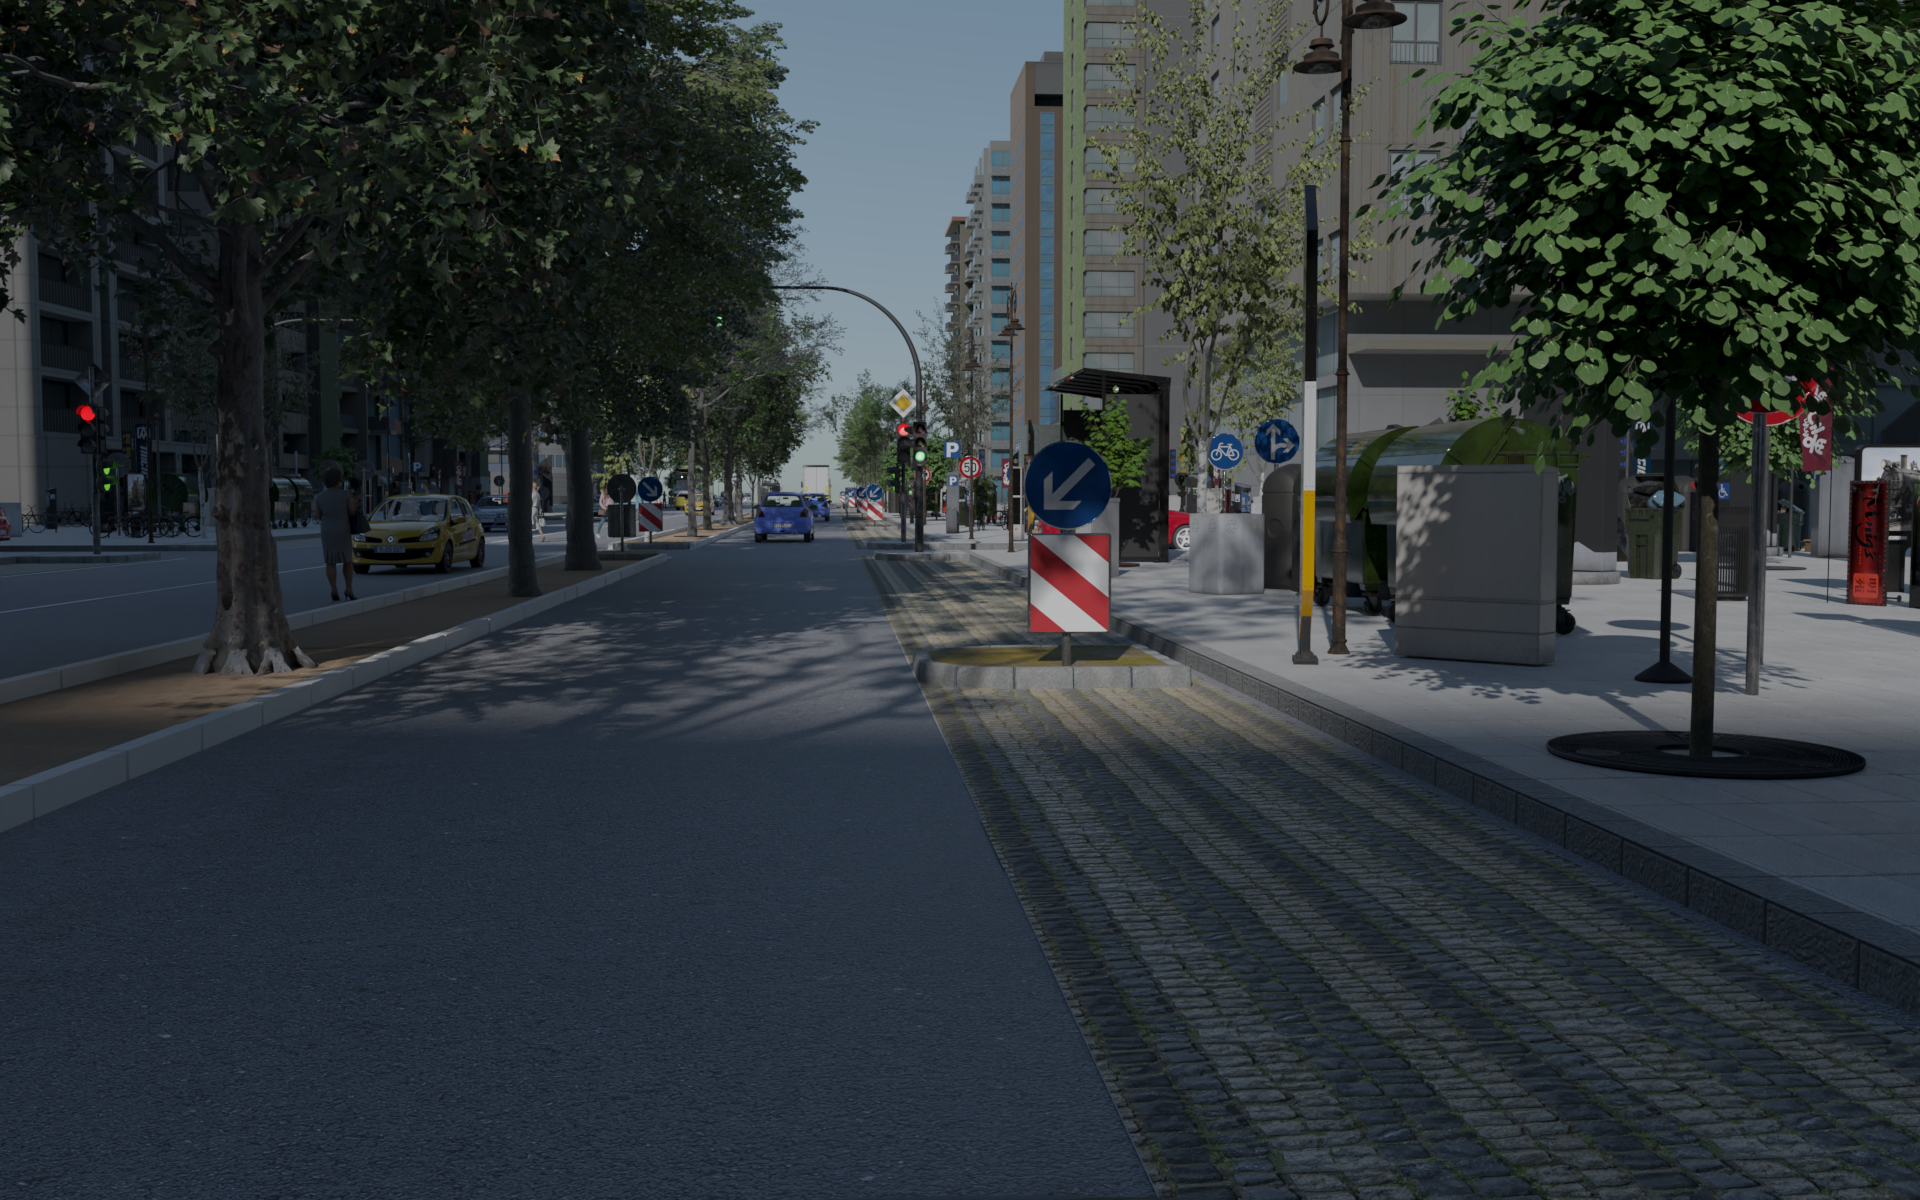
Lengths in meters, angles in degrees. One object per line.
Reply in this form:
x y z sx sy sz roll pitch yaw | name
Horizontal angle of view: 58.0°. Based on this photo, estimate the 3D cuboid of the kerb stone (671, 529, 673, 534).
-10.231 -2.352 60.653 0.120 0.150 1.000 0 4 -4 | kerb stone

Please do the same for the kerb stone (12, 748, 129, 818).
-4.186 0.859 8.147 0.120 0.150 1.000 0 4 -4 | kerb stone

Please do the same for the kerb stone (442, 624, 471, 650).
-4.799 0.363 16.337 0.120 0.150 1.000 0 4 -4 | kerb stone

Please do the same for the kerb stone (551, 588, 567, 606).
-5.269 -0.018 22.487 0.120 0.150 1.000 0 4 -4 | kerb stone

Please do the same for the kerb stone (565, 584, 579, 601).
-5.339 -0.080 23.509 0.120 0.150 1.000 0 4 -4 | kerb stone

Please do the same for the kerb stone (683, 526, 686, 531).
-10.619 -2.664 65.755 0.120 0.150 1.000 0 4 -4 | kerb stone

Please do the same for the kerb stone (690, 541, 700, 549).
-7.000 -1.421 45.490 0.120 0.150 1.000 0 4 -4 | kerb stone

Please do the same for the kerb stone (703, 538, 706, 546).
-7.138 -1.550 47.540 0.120 0.150 1.000 0 4 -4 | kerb stone

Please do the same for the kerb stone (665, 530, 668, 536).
-10.081 -2.227 58.607 0.120 0.150 1.000 0 4 -4 | kerb stone

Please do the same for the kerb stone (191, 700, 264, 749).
-4.337 0.738 10.197 0.120 0.150 1.000 0 4 -4 | kerb stone

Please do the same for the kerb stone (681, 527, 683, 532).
-10.541 -2.601 64.729 0.120 0.150 1.000 0 4 -4 | kerb stone

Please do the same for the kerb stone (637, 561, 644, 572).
-5.947 -0.576 31.687 0.120 0.150 1.000 0 4 -4 | kerb stone

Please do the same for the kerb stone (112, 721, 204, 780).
-4.261 0.797 9.170 0.120 0.150 1.000 0 4 -4 | kerb stone

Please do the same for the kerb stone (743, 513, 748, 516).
-14.528 -5.857 117.950 0.120 0.150 1.000 0 4 -4 | kerb stone

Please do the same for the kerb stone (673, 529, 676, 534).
-10.312 -2.408 61.673 0.120 0.150 1.000 0 4 -4 | kerb stone

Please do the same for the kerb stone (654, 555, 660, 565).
-6.180 -0.769 34.767 0.120 0.150 1.000 0 4 -4 | kerb stone

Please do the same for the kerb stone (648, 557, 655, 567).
-6.111 -0.706 33.736 0.120 0.150 1.000 0 4 -4 | kerb stone

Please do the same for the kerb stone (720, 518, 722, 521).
-12.232 -3.979 87.259 0.120 0.150 1.000 0 4 -4 | kerb stone

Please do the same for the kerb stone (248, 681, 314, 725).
-4.414 0.671 11.221 0.120 0.150 1.000 0 4 -4 | kerb stone

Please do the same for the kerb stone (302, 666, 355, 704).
-4.493 0.609 12.241 0.120 0.150 1.000 0 4 -4 | kerb stone

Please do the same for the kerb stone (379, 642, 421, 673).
-4.644 0.485 14.287 0.120 0.150 1.000 0 4 -4 | kerb stone

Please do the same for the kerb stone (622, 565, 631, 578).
-5.793 -0.455 29.641 0.120 0.150 1.000 0 4 -4 | kerb stone

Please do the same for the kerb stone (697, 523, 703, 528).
-11.386 -3.290 76.003 0.120 0.150 1.000 0 4 -4 | kerb stone

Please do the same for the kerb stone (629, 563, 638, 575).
-5.872 -0.518 30.667 0.120 0.150 1.000 0 4 -4 | kerb stone

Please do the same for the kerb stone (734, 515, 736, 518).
-13.690 -5.167 106.700 0.120 0.150 1.000 0 4 -4 | kerb stone

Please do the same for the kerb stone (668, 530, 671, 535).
-10.156 -2.289 59.626 0.120 0.150 1.000 0 4 -4 | kerb stone

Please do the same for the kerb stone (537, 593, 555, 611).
-5.186 0.045 21.462 0.120 0.150 1.000 0 4 -4 | kerb stone

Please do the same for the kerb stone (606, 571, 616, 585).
-5.639 -0.328 27.597 0.120 0.150 1.000 0 4 -4 | kerb stone

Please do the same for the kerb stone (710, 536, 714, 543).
-7.368 -1.737 50.606 0.120 0.150 1.000 0 4 -4 | kerb stone

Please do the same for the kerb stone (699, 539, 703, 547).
-7.060 -1.485 46.510 0.120 0.150 1.000 0 4 -4 | kerb stone

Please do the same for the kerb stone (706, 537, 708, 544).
-7.220 -1.612 48.558 0.120 0.150 1.000 0 4 -4 | kerb stone

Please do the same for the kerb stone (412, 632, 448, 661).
-4.726 0.421 15.312 0.120 0.150 1.000 0 4 -4 | kerb stone

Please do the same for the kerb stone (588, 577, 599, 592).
-5.492 -0.203 25.555 0.120 0.150 1.000 0 4 -4 | kerb stone

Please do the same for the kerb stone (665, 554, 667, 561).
-6.332 -0.894 36.808 0.120 0.150 1.000 0 4 -4 | kerb stone

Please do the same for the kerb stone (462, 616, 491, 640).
-4.886 0.296 17.356 0.120 0.150 1.000 0 4 -4 | kerb stone

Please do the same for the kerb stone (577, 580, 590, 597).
-5.405 -0.143 24.530 0.120 0.150 1.000 0 4 -4 | kerb stone

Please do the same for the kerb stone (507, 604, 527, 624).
-5.031 0.176 19.411 0.120 0.150 1.000 0 4 -4 | kerb stone

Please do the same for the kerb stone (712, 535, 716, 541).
-7.438 -1.801 51.634 0.120 0.150 1.000 0 4 -4 | kerb stone

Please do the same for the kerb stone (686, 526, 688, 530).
-10.697 -2.727 66.774 0.120 0.150 1.000 0 4 -4 | kerb stone

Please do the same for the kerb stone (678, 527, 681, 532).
-10.456 -2.539 63.711 0.120 0.150 1.000 0 4 -4 | kerb stone

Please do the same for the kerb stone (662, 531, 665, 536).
-10.002 -2.162 57.583 0.120 0.150 1.000 0 4 -4 | kerb stone

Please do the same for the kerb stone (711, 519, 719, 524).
-12.083 -3.852 85.221 0.120 0.150 1.000 0 4 -4 | kerb stone

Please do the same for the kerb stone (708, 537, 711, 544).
-7.303 -1.670 49.583 0.120 0.150 1.000 0 4 -4 | kerb stone

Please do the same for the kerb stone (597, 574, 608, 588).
-5.570 -0.267 26.577 0.120 0.150 1.000 0 4 -4 | kerb stone

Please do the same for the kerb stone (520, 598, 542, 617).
-5.106 0.109 20.431 0.120 0.150 1.000 0 4 -4 | kerb stone

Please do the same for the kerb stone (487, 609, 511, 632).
-4.951 0.236 18.392 0.120 0.150 1.000 0 4 -4 | kerb stone

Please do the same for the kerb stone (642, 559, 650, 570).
-6.020 -0.640 32.707 0.120 0.150 1.000 0 4 -4 | kerb stone

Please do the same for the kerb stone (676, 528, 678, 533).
-10.387 -2.477 62.691 0.120 0.150 1.000 0 4 -4 | kerb stone

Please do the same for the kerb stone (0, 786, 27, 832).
-4.107 0.922 7.128 0.120 0.150 1.000 0 4 -4 | kerb stone

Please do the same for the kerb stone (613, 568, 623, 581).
-5.727 -0.393 28.621 0.120 0.150 1.000 0 4 -4 | kerb stone

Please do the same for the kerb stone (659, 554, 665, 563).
-6.260 -0.828 35.787 0.120 0.150 1.000 0 4 -4 | kerb stone

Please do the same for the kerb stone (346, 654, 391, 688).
-4.567 0.551 13.268 0.120 0.150 1.000 0 4 -4 | kerb stone
